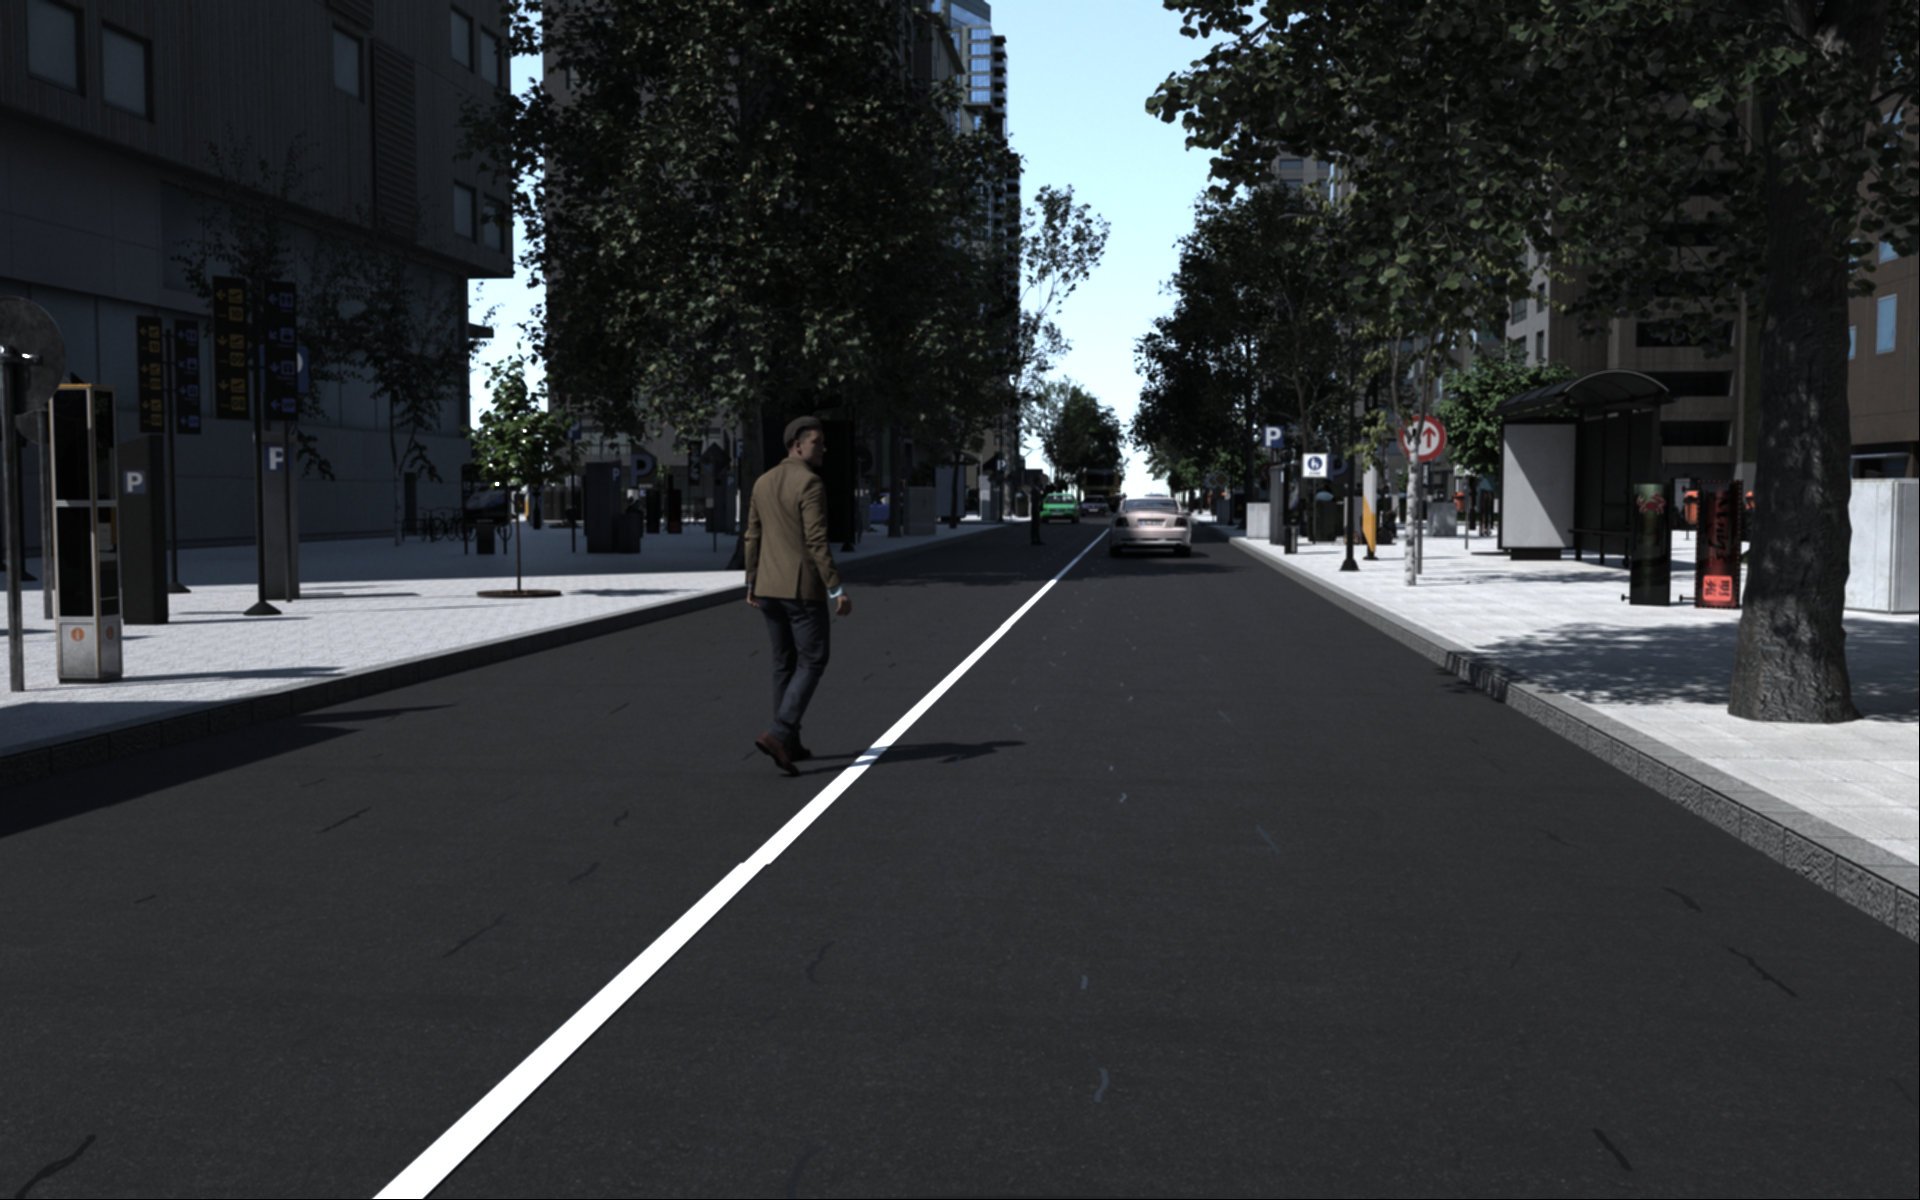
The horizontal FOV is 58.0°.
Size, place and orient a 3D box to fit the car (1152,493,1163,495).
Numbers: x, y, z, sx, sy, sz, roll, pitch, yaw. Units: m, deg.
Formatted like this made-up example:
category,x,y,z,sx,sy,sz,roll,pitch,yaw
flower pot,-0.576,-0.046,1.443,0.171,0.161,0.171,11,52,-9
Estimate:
category,x,y,z,sx,sy,sz,roll,pitch,yaw
car,22.245,-11.384,195.165,2.155,1.783,4.494,0,4,6

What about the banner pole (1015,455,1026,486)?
category,x,y,z,sx,sy,sz,roll,pitch,yaw
banner pole,3.869,-7.349,110.180,0.863,3.779,0.401,-3,4,-38

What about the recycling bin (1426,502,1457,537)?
category,x,y,z,sx,sy,sz,roll,pitch,yaw
recycling bin,14.462,-2.411,51.980,0.722,1.027,0.722,0,4,-3

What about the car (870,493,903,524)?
category,x,y,z,sx,sy,sz,roll,pitch,yaw
car,-3.218,-4.147,77.392,3.694,1.707,1.945,0,4,4

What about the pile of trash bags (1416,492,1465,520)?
category,x,y,z,sx,sy,sz,roll,pitch,yaw
pile of trash bags,23.304,-4.508,83.460,1.912,1.369,3.447,-1,4,-15

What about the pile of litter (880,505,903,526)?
category,x,y,z,sx,sy,sz,roll,pitch,yaw
pile of litter,-2.662,-3.456,70.471,1.176,0.858,1.719,3,5,43

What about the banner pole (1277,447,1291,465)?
category,x,y,z,sx,sy,sz,roll,pitch,yaw
banner pole,15.357,-5.662,82.584,0.863,3.779,0.401,2,4,23

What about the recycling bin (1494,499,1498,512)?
category,x,y,z,sx,sy,sz,roll,pitch,yaw
recycling bin,27.562,-4.680,89.079,0.722,1.027,0.722,1,4,12

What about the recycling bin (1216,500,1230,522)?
category,x,y,z,sx,sy,sz,roll,pitch,yaw
recycling bin,12.165,-4.097,79.546,0.722,1.027,0.722,1,4,13

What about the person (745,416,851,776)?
category,x,y,z,sx,sy,sz,roll,pitch,yaw
person,-0.855,-0.039,9.043,0.656,1.842,0.836,1,4,13

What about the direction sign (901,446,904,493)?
category,x,y,z,sx,sy,sz,roll,pitch,yaw
direction sign,-2.718,-5.504,81.981,0.379,3.537,0.876,-1,4,-9

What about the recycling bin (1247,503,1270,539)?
category,x,y,z,sx,sy,sz,roll,pitch,yaw
recycling bin,8.630,-2.253,49.386,0.722,1.027,0.722,2,4,30

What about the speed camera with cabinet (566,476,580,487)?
category,x,y,z,sx,sy,sz,roll,pitch,yaw
speed camera with cabinet,-19.000,-5.739,88.175,2.038,3.252,0.660,-1,4,-16

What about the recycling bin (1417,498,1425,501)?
category,x,y,z,sx,sy,sz,roll,pitch,yaw
recycling bin,32.956,-6.829,124.202,0.722,1.027,0.722,1,4,21

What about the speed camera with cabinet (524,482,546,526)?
category,x,y,z,sx,sy,sz,roll,pitch,yaw
speed camera with cabinet,-17.194,-4.638,70.164,0.660,3.252,2.038,-1,4,-14

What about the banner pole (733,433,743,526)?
category,x,y,z,sx,sy,sz,roll,pitch,yaw
banner pole,-8.841,-4.856,69.407,0.863,3.779,0.401,2,4,32

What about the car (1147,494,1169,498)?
category,x,y,z,sx,sy,sz,roll,pitch,yaw
car,12.094,-5.750,106.022,2.014,1.417,4.499,0,4,5

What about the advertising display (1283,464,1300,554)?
category,x,y,z,sx,sy,sz,roll,pitch,yaw
advertising display,7.121,-1.957,37.210,0.123,1.923,0.974,2,4,25

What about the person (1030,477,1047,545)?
category,x,y,z,sx,sy,sz,roll,pitch,yaw
person,2.232,-2.525,49.138,0.474,1.900,0.648,0,4,4

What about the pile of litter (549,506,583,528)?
category,x,y,z,sx,sy,sz,roll,pitch,yaw
pile of litter,-14.898,-3.148,65.429,1.176,0.858,1.719,-2,4,-25

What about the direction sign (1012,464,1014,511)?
category,x,y,z,sx,sy,sz,roll,pitch,yaw
direction sign,3.983,-8.514,131.201,0.379,3.537,0.876,0,3,0

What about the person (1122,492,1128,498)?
category,x,y,z,sx,sy,sz,roll,pitch,yaw
person,23.156,-14.293,242.871,1.217,1.739,0.721,-3,5,-40

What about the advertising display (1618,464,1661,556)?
category,x,y,z,sx,sy,sz,roll,pitch,yaw
advertising display,14.157,-1.892,36.140,0.974,1.923,0.123,-1,4,-17

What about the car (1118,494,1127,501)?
category,x,y,z,sx,sy,sz,roll,pitch,yaw
car,29.069,-18.483,311.228,2.155,1.783,4.494,0,4,5

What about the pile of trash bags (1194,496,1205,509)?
category,x,y,z,sx,sy,sz,roll,pitch,yaw
pile of trash bags,20.573,-8.224,144.208,1.912,1.369,3.447,0,4,-4

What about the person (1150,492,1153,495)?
category,x,y,z,sx,sy,sz,roll,pitch,yaw
person,30.492,-16.424,276.903,0.709,1.838,0.599,-2,4,-33

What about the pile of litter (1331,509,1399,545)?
category,x,y,z,sx,sy,sz,roll,pitch,yaw
pile of litter,10.246,-1.835,43.969,1.719,0.858,1.176,0,4,8

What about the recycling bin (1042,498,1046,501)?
category,x,y,z,sx,sy,sz,roll,pitch,yaw
recycling bin,6.426,-7.327,132.344,0.722,1.027,0.722,1,4,11

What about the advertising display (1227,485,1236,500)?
category,x,y,z,sx,sy,sz,roll,pitch,yaw
advertising display,15.924,-5.912,101.877,0.123,1.923,0.974,-2,4,-26

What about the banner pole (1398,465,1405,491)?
category,x,y,z,sx,sy,sz,roll,pitch,yaw
banner pole,38.400,-9.817,150.529,0.401,3.779,0.863,-2,4,-32

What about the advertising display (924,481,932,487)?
category,x,y,z,sx,sy,sz,roll,pitch,yaw
advertising display,-1.499,-4.768,83.166,0.123,1.923,0.974,1,4,23

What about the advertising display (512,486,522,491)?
category,x,y,z,sx,sy,sz,roll,pitch,yaw
advertising display,-31.023,-7.085,121.053,0.974,1.923,0.123,2,4,32

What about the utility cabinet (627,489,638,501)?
category,x,y,z,sx,sy,sz,roll,pitch,yaw
utility cabinet,-29.153,-8.860,153.544,1.173,1.500,0.318,0,4,1

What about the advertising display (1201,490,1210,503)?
category,x,y,z,sx,sy,sz,roll,pitch,yaw
advertising display,20.833,-8.651,146.657,0.974,1.923,0.123,-2,4,-32

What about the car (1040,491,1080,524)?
category,x,y,z,sx,sy,sz,roll,pitch,yaw
car,4.923,-4.673,85.198,1.959,1.807,4.718,0,4,7

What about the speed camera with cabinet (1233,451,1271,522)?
category,x,y,z,sx,sy,sz,roll,pitch,yaw
speed camera with cabinet,13.647,-5.270,80.503,2.038,3.252,0.660,2,4,30

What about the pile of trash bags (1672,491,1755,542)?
category,x,y,z,sx,sy,sz,roll,pitch,yaw
pile of trash bags,21.187,-2.296,47.298,1.912,1.369,3.447,-2,4,-25

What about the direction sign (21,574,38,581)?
category,x,y,z,sx,sy,sz,roll,pitch,yaw
direction sign,-13.862,-2.050,25.518,0.876,3.537,0.379,2,4,24

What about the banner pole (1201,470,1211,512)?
category,x,y,z,sx,sy,sz,roll,pitch,yaw
banner pole,17.665,-8.238,124.700,0.863,3.779,0.401,0,4,2

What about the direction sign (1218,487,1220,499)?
category,x,y,z,sx,sy,sz,roll,pitch,yaw
direction sign,17.363,-7.589,116.076,0.876,3.537,0.379,-2,4,-28

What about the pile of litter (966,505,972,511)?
category,x,y,z,sx,sy,sz,roll,pitch,yaw
pile of litter,0.147,-7.103,130.097,1.719,0.858,1.176,1,4,9

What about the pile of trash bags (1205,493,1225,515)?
category,x,y,z,sx,sy,sz,roll,pitch,yaw
pile of trash bags,16.123,-5.824,104.969,1.912,1.369,3.447,0,4,2

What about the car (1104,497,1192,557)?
category,x,y,z,sx,sy,sz,roll,pitch,yaw
car,4.455,-1.745,40.892,2.083,1.381,4.827,0,4,5

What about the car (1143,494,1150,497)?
category,x,y,z,sx,sy,sz,roll,pitch,yaw
car,33.523,-18.236,308.384,2.015,1.641,3.980,0,4,8

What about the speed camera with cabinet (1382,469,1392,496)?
category,x,y,z,sx,sy,sz,roll,pitch,yaw
speed camera with cabinet,33.733,-8.877,139.477,2.038,3.252,0.660,2,4,30

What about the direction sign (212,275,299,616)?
category,x,y,z,sx,sy,sz,roll,pitch,yaw
direction sign,-7.428,-1.611,18.337,0.876,3.537,0.379,-3,5,-45

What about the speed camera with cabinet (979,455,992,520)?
category,x,y,z,sx,sy,sz,roll,pitch,yaw
speed camera with cabinet,1.298,-5.638,86.510,0.660,3.252,2.038,0,4,-2

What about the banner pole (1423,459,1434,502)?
category,x,y,z,sx,sy,sz,roll,pitch,yaw
banner pole,24.129,-6.066,89.199,0.863,3.779,0.401,2,4,29

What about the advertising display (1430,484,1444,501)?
category,x,y,z,sx,sy,sz,roll,pitch,yaw
advertising display,30.148,-6.378,109.493,0.974,1.923,0.123,-2,4,-24

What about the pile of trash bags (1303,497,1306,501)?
category,x,y,z,sx,sy,sz,roll,pitch,yaw
pile of trash bags,28.928,-8.482,148.436,3.447,1.369,1.912,1,4,21

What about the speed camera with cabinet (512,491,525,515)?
category,x,y,z,sx,sy,sz,roll,pitch,yaw
speed camera with cabinet,-25.837,-6.702,103.919,2.038,3.252,0.660,0,4,-7

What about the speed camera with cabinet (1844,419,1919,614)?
category,x,y,z,sx,sy,sz,roll,pitch,yaw
speed camera with cabinet,9.962,-1.531,19.360,0.660,3.252,2.038,-1,4,-12

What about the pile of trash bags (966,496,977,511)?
category,x,y,z,sx,sy,sz,roll,pitch,yaw
pile of trash bags,1.397,-7.604,134.074,1.912,1.369,3.447,3,5,44

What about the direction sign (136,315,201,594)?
category,x,y,z,sx,sy,sz,roll,pitch,yaw
direction sign,-10.199,-1.859,22.393,0.379,3.537,0.876,2,4,30

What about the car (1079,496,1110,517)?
category,x,y,z,sx,sy,sz,roll,pitch,yaw
car,8.455,-5.899,109.031,1.945,1.354,3.894,0,4,6

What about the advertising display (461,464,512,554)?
category,x,y,z,sx,sy,sz,roll,pitch,yaw
advertising display,-10.128,-1.941,36.948,0.974,1.923,0.123,0,4,3
